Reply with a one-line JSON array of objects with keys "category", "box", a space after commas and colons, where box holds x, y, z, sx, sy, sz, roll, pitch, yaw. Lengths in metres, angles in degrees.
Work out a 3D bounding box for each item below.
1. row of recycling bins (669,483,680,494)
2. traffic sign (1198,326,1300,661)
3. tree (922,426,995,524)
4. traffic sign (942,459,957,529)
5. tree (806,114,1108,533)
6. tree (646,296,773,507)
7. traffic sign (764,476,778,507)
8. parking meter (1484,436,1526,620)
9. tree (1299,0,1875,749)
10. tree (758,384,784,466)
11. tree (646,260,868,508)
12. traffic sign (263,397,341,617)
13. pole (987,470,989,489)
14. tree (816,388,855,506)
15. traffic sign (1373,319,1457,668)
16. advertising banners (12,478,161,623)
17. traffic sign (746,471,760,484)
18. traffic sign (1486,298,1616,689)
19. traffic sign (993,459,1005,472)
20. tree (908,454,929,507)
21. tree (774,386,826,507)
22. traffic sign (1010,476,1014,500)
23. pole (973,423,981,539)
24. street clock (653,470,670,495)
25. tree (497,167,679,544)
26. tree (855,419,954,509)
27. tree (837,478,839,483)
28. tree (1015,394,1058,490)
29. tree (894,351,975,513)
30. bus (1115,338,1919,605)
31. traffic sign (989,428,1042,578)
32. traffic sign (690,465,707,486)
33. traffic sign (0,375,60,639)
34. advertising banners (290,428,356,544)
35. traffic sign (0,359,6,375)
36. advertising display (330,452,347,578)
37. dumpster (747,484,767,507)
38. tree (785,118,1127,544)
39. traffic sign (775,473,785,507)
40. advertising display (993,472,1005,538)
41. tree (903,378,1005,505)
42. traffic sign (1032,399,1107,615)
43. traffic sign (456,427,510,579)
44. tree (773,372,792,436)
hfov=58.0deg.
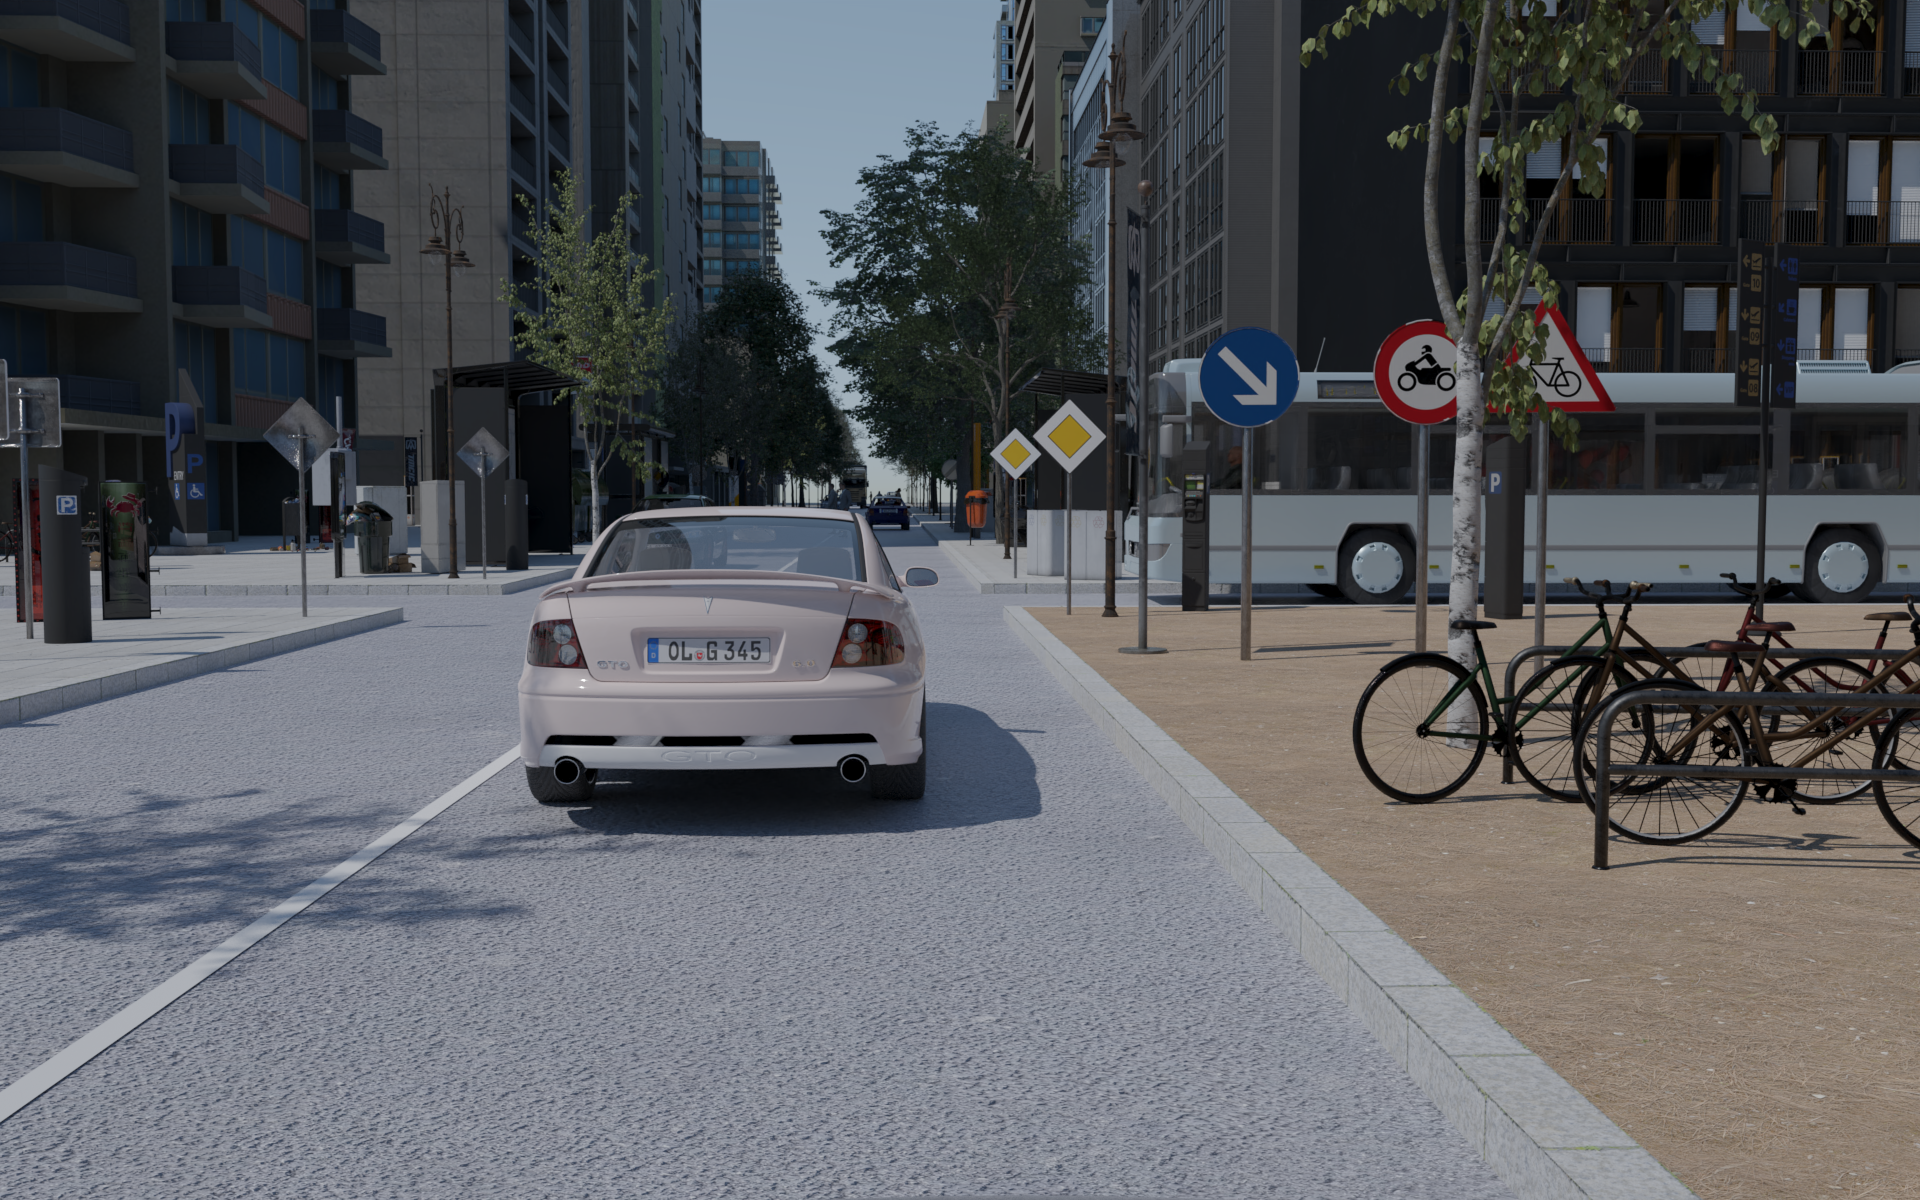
[{"category": "row of recycling bins", "box": [-10.730, -3.328, 61.528, 1.069, 1.692, 3.534, 0, 4, 7]}, {"category": "traffic sign", "box": [2.205, -0.806, 13.286, 0.768, 2.556, 0.104, 0, 4, 7]}, {"category": "tree", "box": [0.072, -5.586, 75.046, 4.285, 4.588, 4.351, 0, 3, 0]}, {"category": "traffic sign", "box": [-0.290, -3.880, 63.540, 0.768, 2.556, 0.104, 0, 4, 3]}, {"category": "tree", "box": [0.007, -9.230, 57.567, 9.857, 13.997, 8.962, 0, 3, 0]}, {"category": "tree", "box": [-9.901, -6.983, 64.534, 4.360, 8.622, 3.978, 0, 3, 0]}, {"category": "traffic sign", "box": [-10.577, -5.923, 96.946, 0.768, 2.556, 0.104, 0, 4, -1]}, {"category": "parking meter", "box": [5.602, -0.741, 17.820, 0.255, 1.863, 0.399, -1, 4, -16]}, {"category": "tree", "box": [2.789, -3.556, 8.509, 4.737, 8.622, 4.395, 0, 3, 0]}, {"category": "tree", "box": [-12.534, -11.998, 130.584, 8.767, 10.594, 7.601, 0, 4, 2]}, {"category": "tree", "box": [-10.168, -10.268, 84.885, 9.611, 12.733, 9.660, 0, 3, 0]}, {"category": "traffic sign", "box": [-6.837, -0.879, 18.019, 0.795, 2.450, 0.064, 0, 4, -2]}, {"category": "pole", "box": [1.487, -6.132, 94.104, 0.158, 3.312, 0.155, 0, 3, 0]}, {"category": "tree", "box": [-15.242, -17.255, 192.494, 12.009, 13.543, 11.850, 0, 3, 0]}, {"category": "traffic sign", "box": [3.404, -0.772, 12.722, 0.768, 2.556, 0.104, 0, 4, 4]}, {"category": "advertising banners", "box": [-9.161, -1.291, 17.291, 2.074, 3.025, 0.090, -2, 4, -28]}, {"category": "traffic sign", "box": [-11.038, -5.650, 92.476, 0.768, 2.556, 0.104, 0, 4, 2]}, {"category": "traffic sign", "box": [3.808, -0.693, 11.328, 0.884, 2.594, 0.081, 0, 4, 6]}, {"category": "traffic sign", "box": [1.381, -3.159, 51.764, 0.768, 2.556, 0.104, 0, 4, 7]}, {"category": "tree", "box": [-3.348, -13.589, 172.547, 4.737, 8.622, 4.395, 0, 3, 0]}, {"category": "tree", "box": [-10.684, -9.586, 107.097, 4.737, 8.622, 4.395, 0, 3, 0]}, {"category": "traffic sign", "box": [1.921, -3.993, 65.398, 0.768, 2.556, 0.104, 0, 4, 4]}, {"category": "pole", "box": [0.489, -3.417, 49.717, 0.158, 3.312, 0.155, 0, 3, 0]}, {"category": "street clock", "box": [-8.806, -2.849, 51.152, 0.471, 2.002, 0.358, 0, 4, -7]}, {"category": "tree", "box": [-8.286, -5.431, 39.156, 4.737, 8.622, 4.395, 0, 3, 0]}, {"category": "tree", "box": [-2.594, -14.734, 151.271, 12.009, 13.543, 11.850, 0, 3, 0]}, {"category": "tree", "box": [-16.297, -17.733, 240.288, 4.360, 8.622, 3.978, 0, 3, 0]}, {"category": "tree", "box": [3.964, -9.025, 97.929, 4.360, 8.622, 3.978, 0, 3, 0]}, {"category": "tree", "box": [-1.770, -11.649, 116.215, 9.928, 11.665, 9.643, 0, 3, 0]}, {"category": "bus", "box": [8.061, -1.728, 23.109, 13.247, 3.499, 2.948, 0, 4, -2]}, {"category": "traffic sign", "box": [0.840, -1.385, 26.289, 0.795, 2.450, 0.064, 0, 4, -2]}, {"category": "traffic sign", "box": [-11.484, -4.639, 75.949, 0.768, 2.556, 0.104, 0, 4, -1]}, {"category": "traffic sign", "box": [-8.234, -0.804, 15.272, 0.606, 2.300, 0.079, 0, 4, -2]}, {"category": "advertising banners", "box": [-16.614, -3.003, 45.292, 0.090, 3.025, 2.074, 2, 4, 31]}, {"category": "traffic sign", "box": [-7.538, -0.677, 13.198, 0.606, 2.300, 0.079, 0, 4, 5]}, {"category": "advertising display", "box": [-9.580, -1.315, 26.710, 0.123, 1.923, 0.974, -1, 4, -13]}, {"category": "dumpster", "box": [-11.869, -5.778, 100.236, 1.264, 1.857, 1.865, 0, 4, -2]}, {"category": "tree", "box": [0.734, -6.707, 44.066, 7.601, 10.594, 8.767, -2, 4, -27]}, {"category": "traffic sign", "box": [-10.263, -5.968, 97.680, 0.768, 2.556, 0.104, 0, 4, 2]}, {"category": "advertising display", "box": [1.196, -2.792, 50.856, 0.123, 1.923, 0.974, 1, 4, 22]}, {"category": "tree", "box": [-0.251, -8.511, 89.510, 4.360, 8.622, 3.978, 0, 3, 0]}, {"category": "traffic sign", "box": [1.152, -0.897, 18.309, 0.795, 2.450, 0.064, 0, 4, -2]}, {"category": "traffic sign", "box": [-7.149, -1.367, 25.998, 0.795, 2.450, 0.064, 0, 4, -2]}, {"category": "tree", "box": [-9.297, -7.406, 71.448, 4.360, 8.622, 3.978, 0, 3, 0]}]
